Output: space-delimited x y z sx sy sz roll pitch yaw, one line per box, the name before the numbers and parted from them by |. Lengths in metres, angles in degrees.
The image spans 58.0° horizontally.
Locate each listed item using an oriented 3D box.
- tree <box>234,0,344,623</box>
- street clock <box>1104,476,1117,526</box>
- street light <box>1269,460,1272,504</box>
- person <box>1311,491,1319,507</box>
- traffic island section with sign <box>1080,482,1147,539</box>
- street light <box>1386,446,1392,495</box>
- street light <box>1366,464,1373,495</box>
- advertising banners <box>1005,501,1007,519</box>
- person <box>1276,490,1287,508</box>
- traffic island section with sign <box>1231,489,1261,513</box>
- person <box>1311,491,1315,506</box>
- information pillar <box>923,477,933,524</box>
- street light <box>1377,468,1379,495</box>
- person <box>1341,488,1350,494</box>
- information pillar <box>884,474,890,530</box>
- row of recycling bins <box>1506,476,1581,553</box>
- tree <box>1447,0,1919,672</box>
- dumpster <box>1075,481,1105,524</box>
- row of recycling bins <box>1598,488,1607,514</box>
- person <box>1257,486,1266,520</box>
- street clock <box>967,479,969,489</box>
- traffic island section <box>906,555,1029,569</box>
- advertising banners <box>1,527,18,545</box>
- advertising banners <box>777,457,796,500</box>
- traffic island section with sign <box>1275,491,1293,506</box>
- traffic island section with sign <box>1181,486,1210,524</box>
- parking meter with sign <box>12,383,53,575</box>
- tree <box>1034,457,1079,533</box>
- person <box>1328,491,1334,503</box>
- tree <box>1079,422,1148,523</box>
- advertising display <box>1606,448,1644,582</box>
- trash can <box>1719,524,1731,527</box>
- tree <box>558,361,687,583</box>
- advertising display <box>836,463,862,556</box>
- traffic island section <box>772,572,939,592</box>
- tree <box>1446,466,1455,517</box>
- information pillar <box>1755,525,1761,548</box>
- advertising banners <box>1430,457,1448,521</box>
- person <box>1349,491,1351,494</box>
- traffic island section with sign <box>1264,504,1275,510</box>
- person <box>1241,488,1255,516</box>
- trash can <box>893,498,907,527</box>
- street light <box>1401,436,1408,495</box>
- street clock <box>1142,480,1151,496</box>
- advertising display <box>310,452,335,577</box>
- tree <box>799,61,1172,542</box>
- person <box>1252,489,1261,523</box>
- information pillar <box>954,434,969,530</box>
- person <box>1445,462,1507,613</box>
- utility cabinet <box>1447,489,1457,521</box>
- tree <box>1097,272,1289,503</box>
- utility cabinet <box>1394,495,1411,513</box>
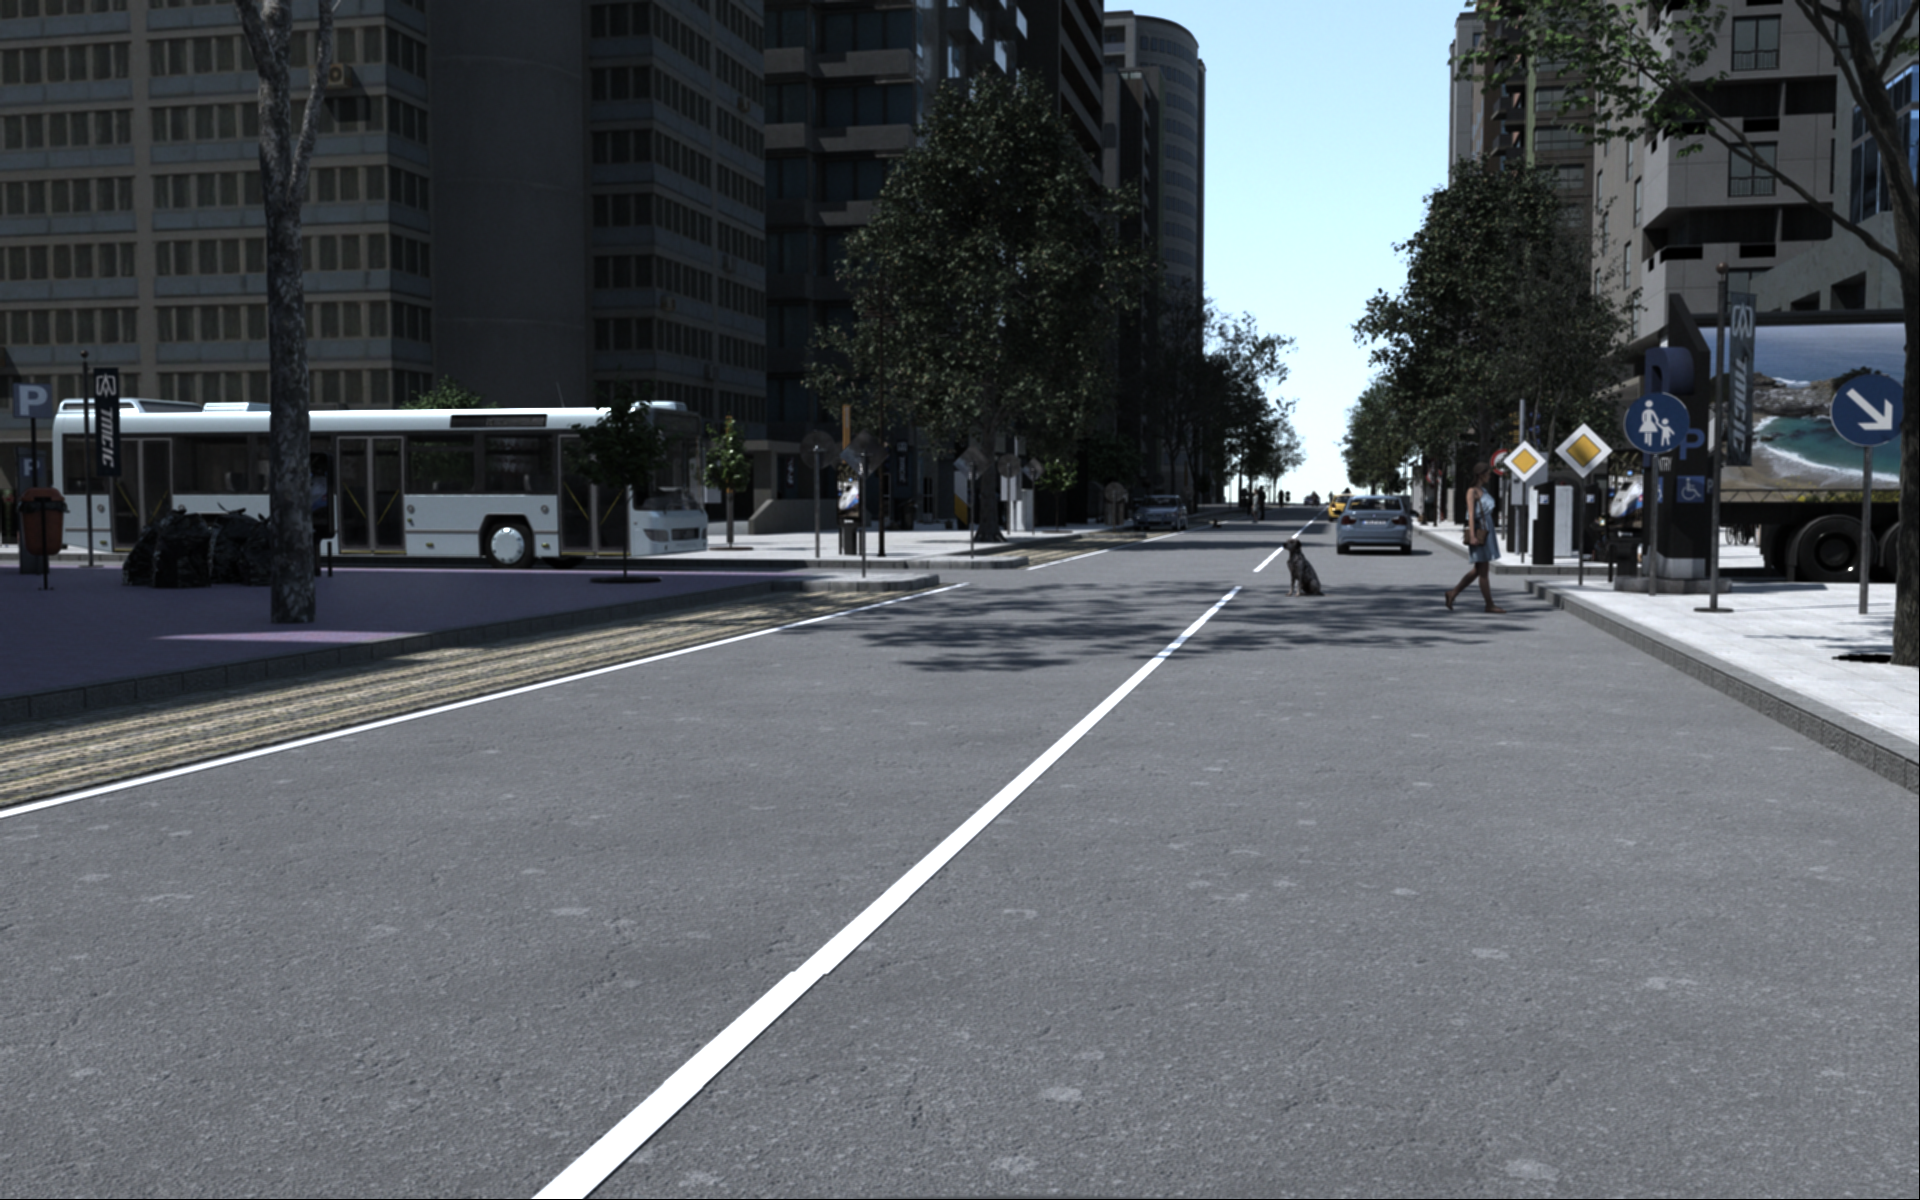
tree | -7.891 -9.787 15.908 12.611 20.169 13.585 0 3 0
street clock | 6.085 -4.009 70.120 0.471 2.002 0.358 -2 4 -35
street light | 40.737 -15.567 227.304 0.468 5.910 1.993 1 4 12
person | 39.624 -11.261 193.172 0.990 1.755 0.434 0 4 -2
traffic island section with sign | 5.012 -2.905 56.128 1.989 1.847 2.006 1 4 12
street light | 35.505 -10.433 143.373 0.468 5.910 1.993 1 4 12
street light | 53.247 -15.381 224.260 0.468 5.910 1.993 1 4 12
advertising banners | 2.702 -5.669 88.873 0.090 3.025 2.074 -1 4 -19
person | 33.654 -10.587 181.224 1.348 1.869 0.705 3 5 44
traffic island section with sign | 21.591 -7.506 131.357 1.989 1.847 2.006 1 4 12
person | 43.636 -12.576 214.097 1.348 1.826 0.705 3 5 43
information pillar | -1.373 -4.238 73.785 0.304 2.012 0.304 2 4 35
street light | 43.398 -12.661 179.789 0.468 5.910 1.993 1 4 12
person | 21.604 -5.410 97.226 0.793 1.790 0.793 -3 5 -39
information pillar | -2.650 -3.516 61.973 0.304 2.012 0.304 0 4 -3
row of recycling bins | 13.183 -1.962 39.198 1.069 1.692 3.534 2 4 34
tree | 7.193 -5.326 12.842 9.928 11.665 9.643 0 3 0
dumpster | 5.630 -4.279 75.712 1.264 1.857 1.865 1 4 12
row of recycling bins | 28.115 -4.343 78.124 3.534 1.692 1.069 2 4 32
person | 16.550 -5.347 95.286 0.474 1.900 0.648 2 4 24
street clock | 0.291 -4.696 81.349 0.358 2.002 0.471 0 4 3
traffic island section | 0.221 -0.742 34.415 2.009 0.180 2.903 1 4 12
advertising banners | -24.839 -2.919 43.912 2.074 3.025 0.090 0 4 2
advertising banners | -8.320 -5.032 78.454 2.074 3.025 0.090 -2 4 -35
traffic island section with sign | 39.495 -12.476 212.605 1.989 1.847 2.006 1 4 12
traffic island section with sign | 10.950 -4.556 83.113 1.989 1.847 2.006 1 4 12
parking meter with sign | -15.005 -1.943 28.022 0.543 3.016 1.738 -2 4 -30
tree | 3.097 -3.842 57.418 1.663 3.219 1.824 0 3 0
person | 46.366 -12.704 216.290 1.350 1.814 0.705 -2 4 -34
tree | 6.833 -5.796 78.481 4.285 4.588 4.351 0 3 0
advertising display | 9.530 -1.192 24.699 0.123 1.923 0.974 -1 4 -10
trash can | 29.613 -3.379 66.903 0.748 1.137 0.748 0 3 0
tree | -4.962 -1.885 25.417 1.663 3.219 1.824 0 3 0
advertising display | -2.302 -1.905 36.356 0.123 1.923 0.974 -2 4 -33
traffic island section | -1.498 -0.265 26.617 2.009 0.180 2.903 1 4 12
tree | 26.805 -6.251 96.807 1.663 3.219 1.824 0 3 0
information pillar | 19.320 -2.269 41.588 0.304 2.012 0.304 0 4 7
advertising banners | 22.794 -5.244 81.928 2.074 3.025 0.090 -3 5 -40
person | 35.012 -8.975 156.037 0.742 1.727 0.445 -1 4 -18
traffic island section with sign | 27.399 -9.118 157.705 1.989 1.847 2.006 1 4 12
person | 18.738 -6.304 111.584 1.348 1.823 0.705 0 3 0
trash can | -2.220 -3.348 66.386 0.748 1.137 0.748 0 3 0
street light | 27.460 -8.208 106.990 0.468 5.910 1.993 1 4 12
street clock | 9.260 -4.992 86.183 0.358 2.002 0.471 -2 4 -25
advertising display | -10.169 -1.334 27.025 0.974 1.923 0.123 2 4 24
tree | 0.774 -7.902 46.213 9.611 12.733 9.660 0 3 0
person | 14.525 -4.622 85.080 0.522 1.701 0.512 0 4 -3
information pillar | 0.046 -4.317 61.930 0.504 3.616 0.183 1 4 23
person | 6.217 -0.753 20.903 0.778 1.811 0.616 3 4 38
utility cabinet | 24.445 -4.647 84.658 0.318 1.500 1.173 -1 4 -21
tree | 11.892 -11.376 96.368 12.009 13.543 11.850 0 3 0
utility cabinet | 26.510 -5.662 103.734 1.020 1.237 0.306 -2 4 -23
